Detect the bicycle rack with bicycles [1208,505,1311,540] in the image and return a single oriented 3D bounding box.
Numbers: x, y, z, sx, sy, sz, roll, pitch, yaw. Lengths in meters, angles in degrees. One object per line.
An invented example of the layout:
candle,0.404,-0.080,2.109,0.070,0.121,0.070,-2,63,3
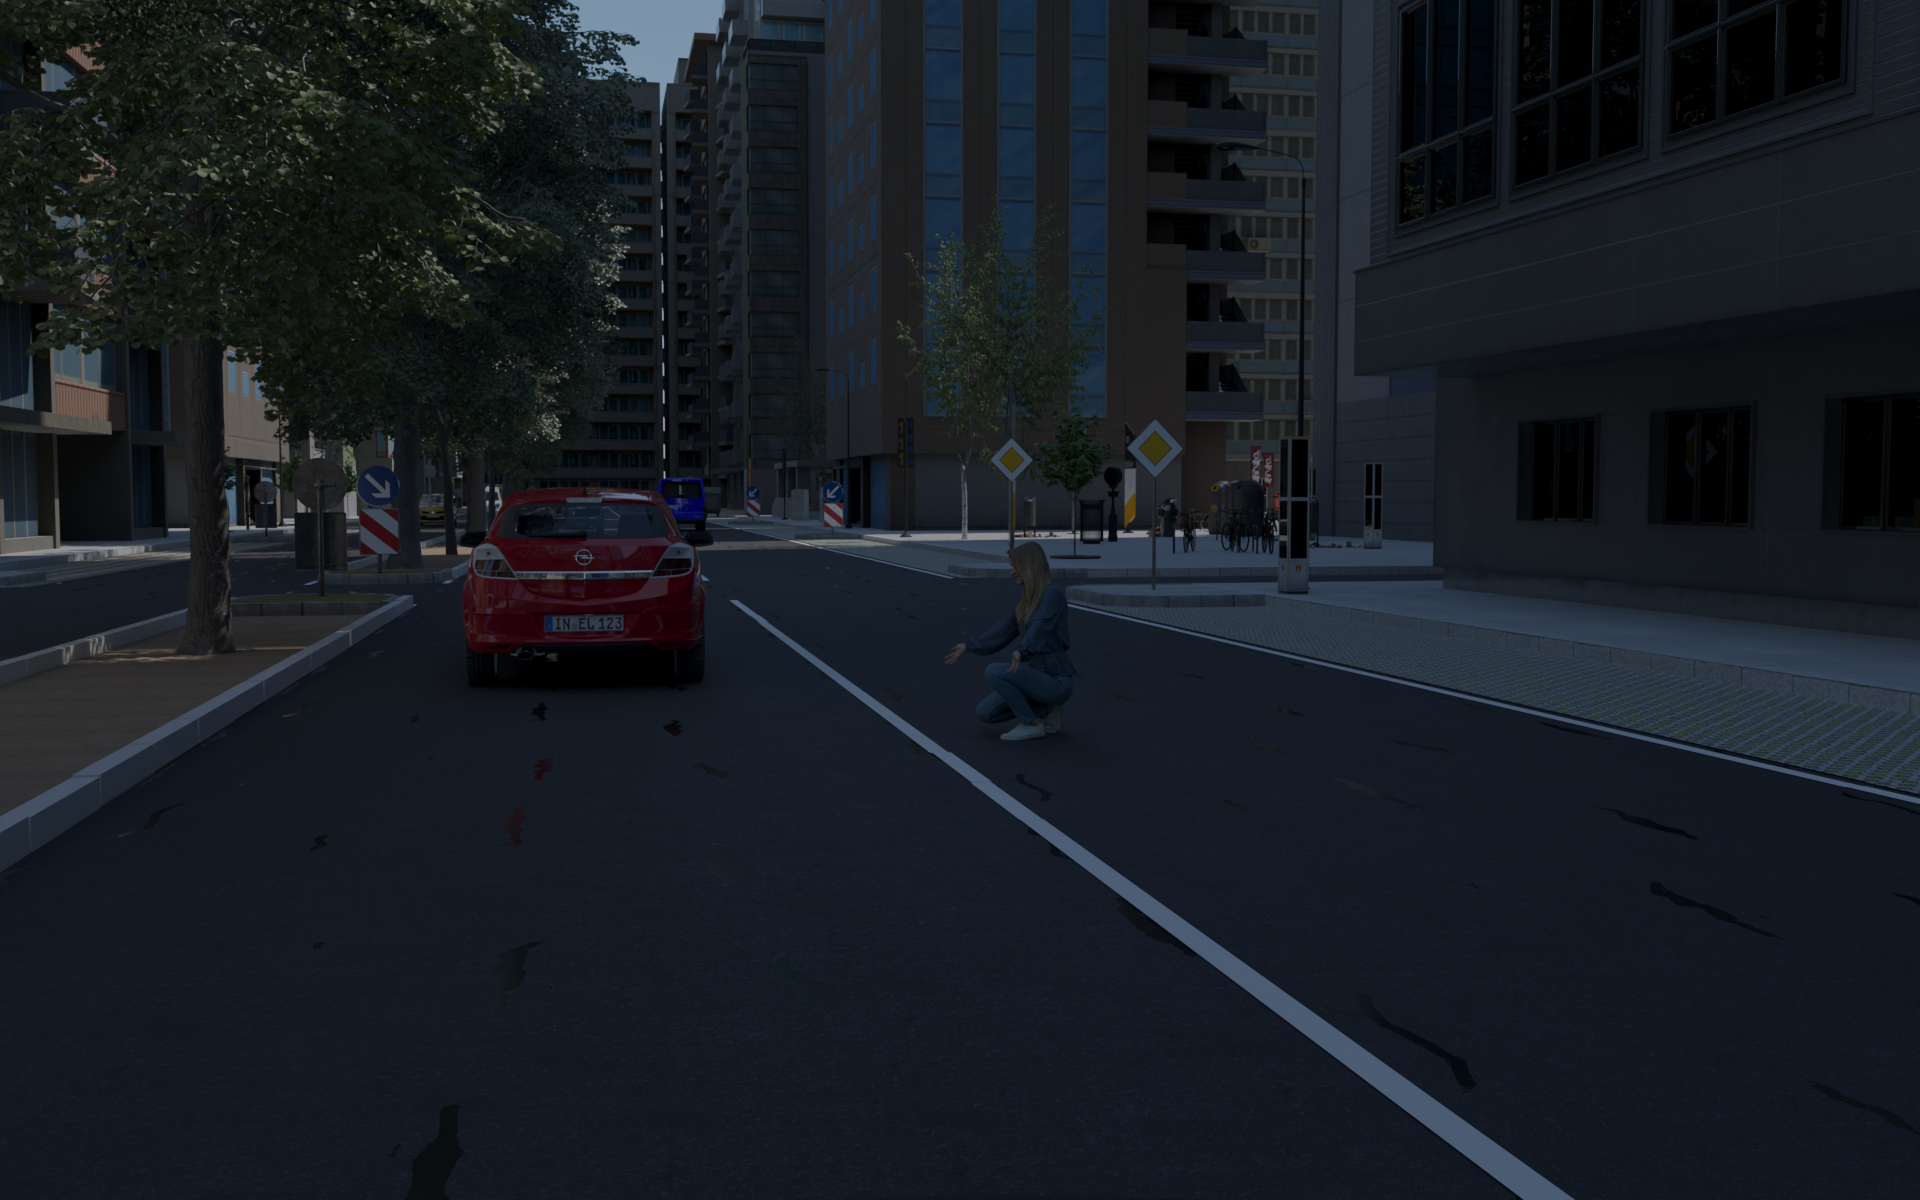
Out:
bicycle rack with bicycles,8.161,-2.073,47.284,2.852,0.926,2.925,0,4,-1

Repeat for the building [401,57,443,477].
building,-56.263,-33.579,138.261,28.713,52.752,27.495,-1,4,-12

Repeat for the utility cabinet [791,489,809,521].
utility cabinet,-7.678,-4.547,83.029,0.318,1.500,1.173,-2,4,-35

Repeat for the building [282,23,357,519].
building,-40.327,-24.904,90.779,14.154,41.232,14.086,-1,4,-12

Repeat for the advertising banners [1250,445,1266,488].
advertising banners,9.974,-4.016,61.856,2.074,3.025,0.090,-2,4,-30

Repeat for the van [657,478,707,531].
van,-11.128,-3.935,68.715,2.240,2.365,5.245,-1,4,-11

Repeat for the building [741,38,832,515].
building,-7.581,-21.000,115.049,14.160,30.474,14.107,-1,4,-12

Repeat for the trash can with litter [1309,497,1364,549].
trash can with litter,8.725,-1.854,41.375,2.233,1.210,1.678,-1,4,-13

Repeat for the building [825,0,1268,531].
building,2.572,-25.489,66.856,14.600,45.320,14.200,-1,4,-12

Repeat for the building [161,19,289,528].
building,-35.715,-25.622,69.038,14.600,45.320,14.200,-1,4,-12

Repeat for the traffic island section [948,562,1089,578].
traffic island section,0.935,-0.532,30.974,2.009,0.180,2.903,-1,4,-12

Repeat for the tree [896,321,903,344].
tree,0.163,-6.010,48.633,4.737,8.622,4.395,0,3,0

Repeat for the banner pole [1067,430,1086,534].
banner pole,3.787,-4.013,55.623,0.401,3.779,0.863,3,5,44

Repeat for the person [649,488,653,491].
person,-16.020,-4.933,89.998,0.563,1.720,0.643,-2,4,-31

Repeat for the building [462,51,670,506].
building,-44.416,-34.864,193.721,21.600,48.544,21.300,-1,4,-12

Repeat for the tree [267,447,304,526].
tree,-27.228,-4.676,71.050,1.663,3.219,1.824,0,3,0

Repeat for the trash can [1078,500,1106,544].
trash can,3.392,-2.014,44.582,0.748,1.137,0.748,0,3,0

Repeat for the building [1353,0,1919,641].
building,14.909,-11.643,9.436,14.314,24.678,30.058,-1,4,-12

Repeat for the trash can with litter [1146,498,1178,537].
trash can with litter,5.991,-2.465,51.685,0.624,1.170,1.055,-3,5,-42

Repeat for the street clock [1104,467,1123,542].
street clock,4.107,-2.565,46.500,0.471,2.002,0.358,3,5,44

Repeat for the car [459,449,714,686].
car,-3.122,-0.336,14.531,2.155,1.783,4.494,-1,4,-11

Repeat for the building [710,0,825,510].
building,-7.523,-31.687,137.696,23.786,49.044,30.456,-1,4,-12

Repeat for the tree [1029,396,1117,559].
tree,2.161,-2.441,34.515,1.663,3.219,1.824,0,3,0

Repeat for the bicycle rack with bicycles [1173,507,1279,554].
bicycle rack with bicycles,5.727,-1.511,38.089,2.852,0.926,2.925,0,4,8

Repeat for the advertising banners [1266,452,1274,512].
advertising banners,13.717,-4.690,72.871,2.074,3.025,0.090,0,4,3

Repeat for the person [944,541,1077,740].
person,0.338,0.236,10.138,0.738,1.151,1.012,0,4,-8

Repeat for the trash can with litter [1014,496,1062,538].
trash can with litter,2.388,-2.467,51.387,1.678,1.210,2.233,3,5,39

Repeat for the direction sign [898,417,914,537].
direction sign,-1.612,-3.637,51.464,0.379,3.537,0.876,-2,4,-32

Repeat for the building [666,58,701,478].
building,-23.175,-35.145,198.320,21.600,48.544,21.300,-1,4,-12

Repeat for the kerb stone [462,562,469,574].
kerb stone,-8.928,-0.538,30.990,0.120,0.150,1.000,-1,4,-12

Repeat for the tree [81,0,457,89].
tree,-5.003,-4.362,8.186,8.767,10.594,7.601,-1,4,-12

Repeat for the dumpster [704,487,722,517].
dumpster,-15.695,-6.044,107.037,1.865,1.857,1.264,-1,4,-13

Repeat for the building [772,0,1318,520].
building,6.325,-24.684,95.469,32.217,40.220,23.993,-1,4,-12

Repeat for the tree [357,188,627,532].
tree,-17.724,-9.326,65.303,12.009,13.543,11.850,0,3,0

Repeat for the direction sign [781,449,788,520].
direction sign,-8.774,-5.784,86.564,0.379,3.537,0.876,0,4,6

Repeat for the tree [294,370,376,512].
tree,-30.129,-8.108,82.921,4.360,8.622,3.978,0,3,0

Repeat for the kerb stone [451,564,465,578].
kerb stone,-8.721,-0.476,29.986,0.120,0.150,1.000,-1,4,-12

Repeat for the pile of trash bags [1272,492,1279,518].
pile of trash bags,13.951,-4.508,83.457,3.447,1.369,1.912,0,4,-1

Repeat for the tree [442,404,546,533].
tree,-15.745,-6.386,57.226,4.737,8.622,4.395,0,3,0

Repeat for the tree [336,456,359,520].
tree,-30.810,-5.677,87.417,1.663,3.219,1.824,0,3,0

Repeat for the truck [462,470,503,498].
truck,-32.172,-7.528,118.999,3.469,3.379,9.791,-1,4,-13

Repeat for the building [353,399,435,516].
building,-49.682,-16.318,111.839,27.650,21.520,28.899,-1,4,-12

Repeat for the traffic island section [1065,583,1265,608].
traffic island section,2.607,-0.054,23.166,2.009,0.180,2.903,-1,4,-12

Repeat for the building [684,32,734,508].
building,-14.921,-31.309,166.523,22.147,44.769,28.867,-1,4,-12

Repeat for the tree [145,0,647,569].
tree,-10.348,-7.507,31.852,9.857,13.997,8.962,0,3,0

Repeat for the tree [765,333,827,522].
tree,-6.517,-7.827,78.328,4.360,8.622,3.978,0,3,0

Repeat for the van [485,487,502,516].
van,-26.097,-5.413,95.507,2.013,2.044,4.112,-1,4,-14

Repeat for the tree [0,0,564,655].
tree,-6.913,-5.806,15.519,7.486,12.596,7.792,0,3,0

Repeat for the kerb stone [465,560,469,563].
kerb stone,-9.146,-0.596,31.995,0.120,0.150,1.000,-1,4,-12

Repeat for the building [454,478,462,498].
building,-67.882,-30.697,193.774,23.993,40.220,32.217,-1,4,-12

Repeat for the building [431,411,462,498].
building,-55.351,-29.531,166.426,14.086,41.232,14.154,-1,4,-12

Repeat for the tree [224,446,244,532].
tree,-25.021,-3.895,58.285,1.663,3.219,1.824,0,3,0

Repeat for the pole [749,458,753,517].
pole,-11.788,-6.342,97.538,0.158,3.312,0.155,0,3,0

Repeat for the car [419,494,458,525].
car,-23.647,-4.150,78.076,2.015,1.641,3.980,-1,4,-13

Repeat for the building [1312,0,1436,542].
building,26.420,-30.845,46.323,28.212,58.520,21.231,-1,4,-12

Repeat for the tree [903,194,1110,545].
tree,1.543,-5.697,43.501,4.737,8.622,4.395,0,3,0

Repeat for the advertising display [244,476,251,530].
advertising display,-25.589,-3.486,62.206,0.123,1.923,0.974,-1,4,-19

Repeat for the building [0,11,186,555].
building,-31.146,-23.563,39.885,22.147,44.769,28.867,-1,4,-12

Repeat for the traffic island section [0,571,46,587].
traffic island section,-15.829,-0.313,27.404,2.009,0.180,2.903,-1,4,-12
